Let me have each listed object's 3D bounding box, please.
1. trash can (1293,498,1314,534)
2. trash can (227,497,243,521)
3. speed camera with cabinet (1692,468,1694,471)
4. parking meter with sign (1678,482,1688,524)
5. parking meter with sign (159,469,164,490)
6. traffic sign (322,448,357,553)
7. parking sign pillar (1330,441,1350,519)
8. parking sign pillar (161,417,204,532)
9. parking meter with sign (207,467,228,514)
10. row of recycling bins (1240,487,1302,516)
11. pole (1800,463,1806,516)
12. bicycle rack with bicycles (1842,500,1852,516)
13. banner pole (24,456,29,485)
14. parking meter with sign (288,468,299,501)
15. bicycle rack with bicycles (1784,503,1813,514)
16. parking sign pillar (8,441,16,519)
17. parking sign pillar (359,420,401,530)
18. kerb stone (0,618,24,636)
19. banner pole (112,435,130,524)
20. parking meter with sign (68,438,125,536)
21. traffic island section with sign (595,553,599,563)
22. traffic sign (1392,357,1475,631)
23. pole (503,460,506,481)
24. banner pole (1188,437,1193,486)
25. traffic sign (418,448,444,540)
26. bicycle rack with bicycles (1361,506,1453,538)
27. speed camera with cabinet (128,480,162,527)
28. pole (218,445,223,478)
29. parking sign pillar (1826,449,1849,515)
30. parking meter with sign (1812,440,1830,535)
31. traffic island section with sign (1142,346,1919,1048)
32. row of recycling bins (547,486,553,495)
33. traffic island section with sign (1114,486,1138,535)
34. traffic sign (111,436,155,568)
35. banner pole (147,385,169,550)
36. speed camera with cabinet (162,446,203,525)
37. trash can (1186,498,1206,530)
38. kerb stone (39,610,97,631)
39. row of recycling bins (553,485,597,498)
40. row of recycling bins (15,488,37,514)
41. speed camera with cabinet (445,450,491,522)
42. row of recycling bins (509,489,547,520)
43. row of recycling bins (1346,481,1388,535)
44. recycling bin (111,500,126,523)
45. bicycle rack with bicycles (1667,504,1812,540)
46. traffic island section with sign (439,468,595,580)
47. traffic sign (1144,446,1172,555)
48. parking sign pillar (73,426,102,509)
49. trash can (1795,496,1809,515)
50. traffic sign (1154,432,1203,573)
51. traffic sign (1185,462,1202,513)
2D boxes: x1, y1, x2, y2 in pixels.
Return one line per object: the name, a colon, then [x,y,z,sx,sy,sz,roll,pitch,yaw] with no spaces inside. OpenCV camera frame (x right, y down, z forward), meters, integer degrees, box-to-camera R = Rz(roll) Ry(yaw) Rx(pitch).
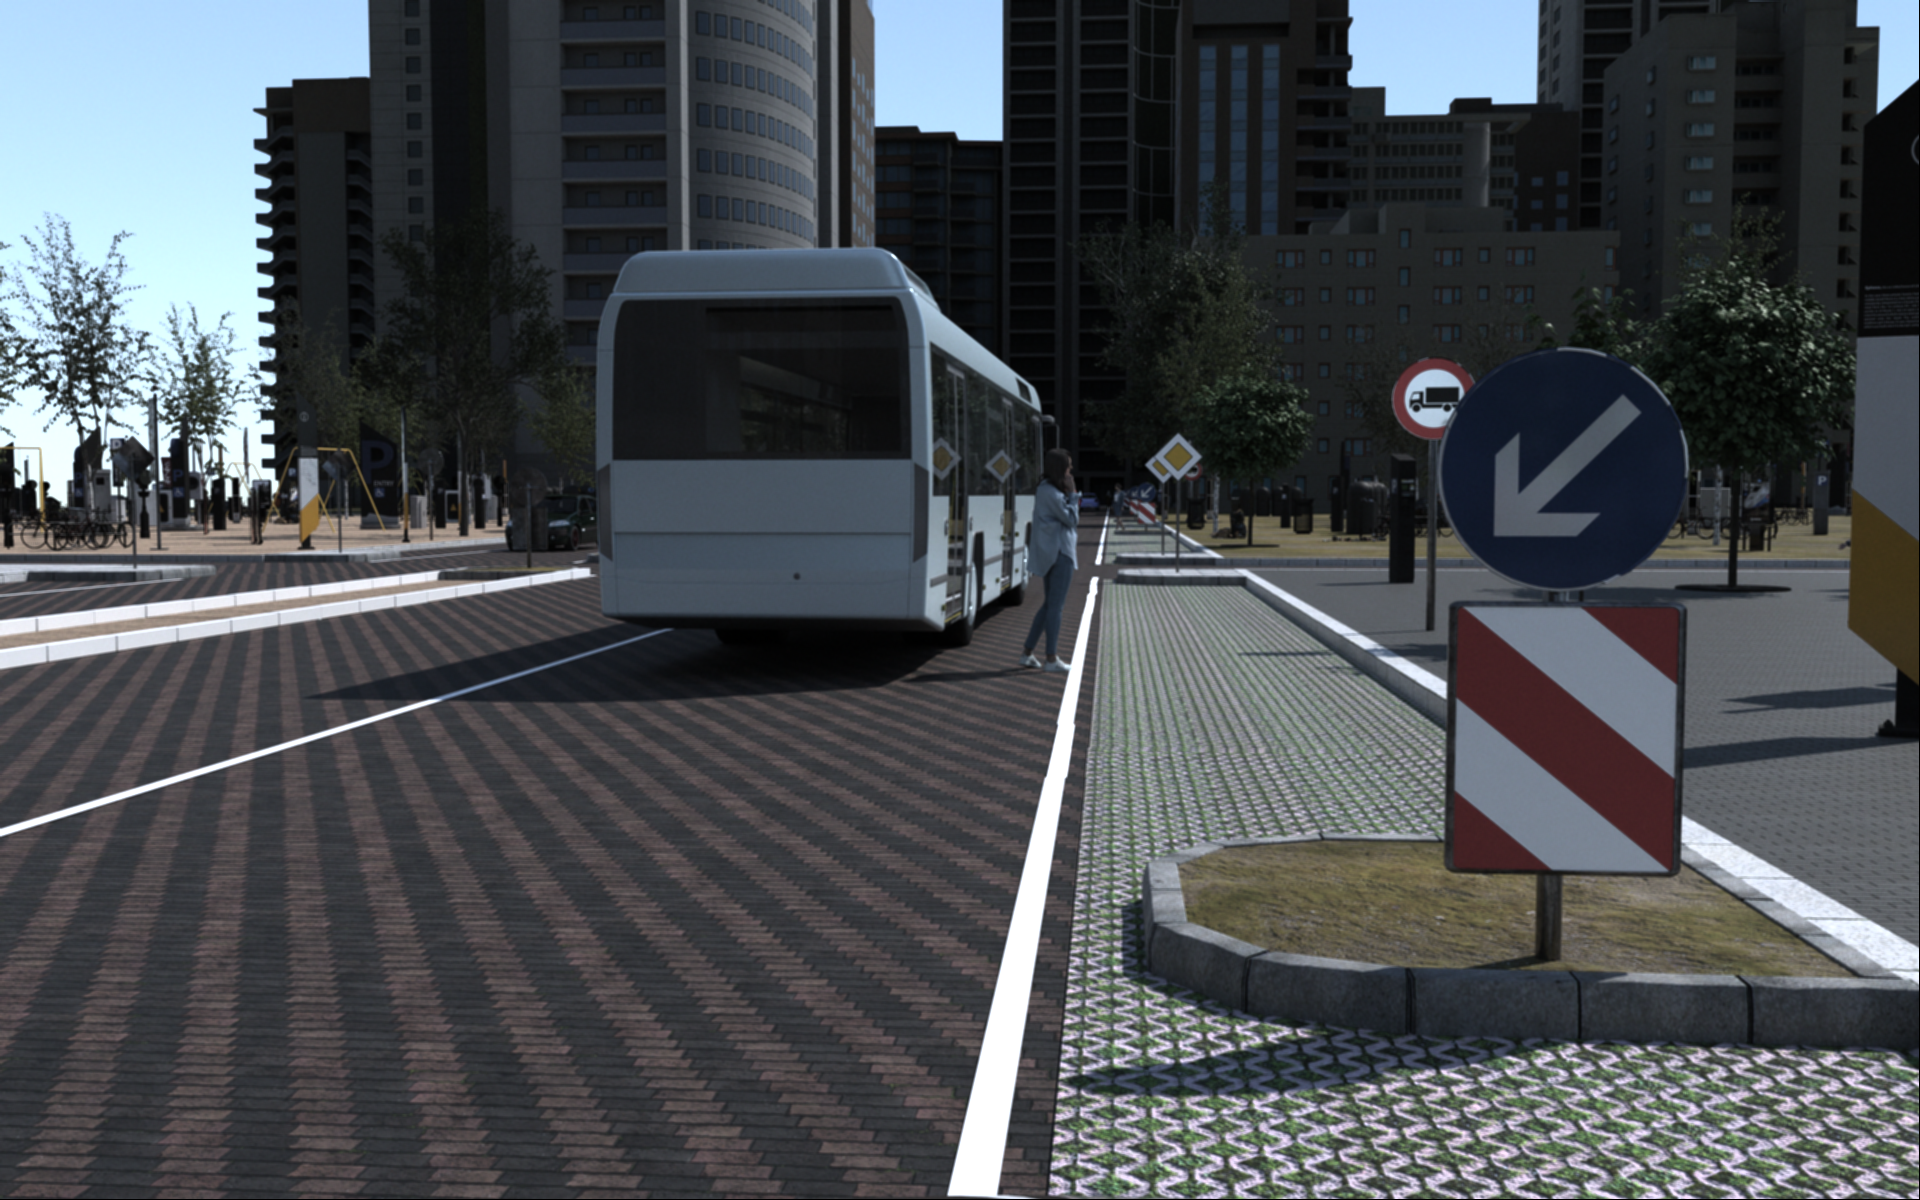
trash can: [11.069,-2.702,55.833,0.748,1.137,0.748,0,3,0]
trash can: [-34.627,-4.348,82.737,0.748,1.137,0.748,0,3,0]
speed camera with cabinet: [42.447,-6.542,101.305,0.660,3.252,2.038,0,4,8]
parking meter with sign: [31.781,-4.846,75.491,1.738,3.016,0.543,-1,4,-12]
parking meter with sign: [-45.277,-6.240,98.291,0.543,3.016,1.738,0,4,-3]
traffic sign: [-13.529,-2.087,37.763,0.795,2.450,0.064,0,4,5]
parking sign pillar: [19.802,-6.162,89.220,1.447,3.967,1.447,1,4,10]
parking sign pillar: [-26.950,-4.368,59.882,1.447,3.967,1.447,-1,4,-17]
parking meter with sign: [-47.668,-7.042,111.399,1.738,3.016,0.543,2,4,34]
row of recycling bins: [17.997,-5.688,100.119,3.534,1.692,1.069,0,4,5]
pole: [45.416,-6.082,93.288,0.158,3.312,0.155,0,3,0]
bicycle rack with bicycles: [52.085,-5.279,99.698,2.852,0.926,2.925,3,5,42]
banner pole: [-60.475,-7.478,112.284,0.401,3.779,0.863,-1,4,-9]
parking meter with sign: [-44.378,-7.296,115.545,0.543,3.016,1.738,-2,4,-31]
bicycle rack with bicycles: [33.995,-3.586,72.015,2.925,0.926,2.852,1,4,22]
parking sign pillar: [-48.907,-6.101,88.225,1.447,3.967,1.447,-3,4,-38]
parking sign pillar: [-21.168,-4.566,63.121,1.447,3.967,1.447,-1,4,-16]
kerb stone: [-9.670,0.291,17.437,0.120,0.150,1.000,0,4,5]
banner pole: [-35.535,-5.103,73.456,0.401,3.779,0.863,3,5,41]
parking meter with sign: [-26.542,-3.485,53.236,0.543,3.016,1.738,1,4,23]
traffic island section with sign: [-6.895,-1.759,36.902,2.006,1.907,1.989,0,4,5]
traffic sign: [4.423,-0.985,16.207,0.768,2.556,0.104,1,4,12]
pole: [-27.168,-6.699,103.371,0.158,3.312,0.155,0,3,0]
banner pole: [9.116,-4.797,68.447,0.401,3.779,0.863,1,4,21]
traffic sign: [-14.672,-2.929,47.999,0.768,2.556,0.104,1,4,9]
bicycle rack with bicycles: [13.370,-2.352,51.834,2.925,0.926,2.852,0,4,-4]
speed camera with cabinet: [-32.413,-4.546,68.665,0.660,3.252,2.038,-3,4,-39]
pole: [-30.966,-4.817,72.594,0.158,3.312,0.155,0,3,0]
parking sign pillar: [52.991,-7.103,104.602,1.447,3.967,1.447,-1,4,-21]
parking meter with sign: [27.241,-3.582,54.827,0.543,3.016,1.738,1,4,23]
traffic island section with sign: [1.587,0.193,5.467,1.989,1.847,2.006,0,4,5]
row of recycling bins: [-21.671,-5.254,93.017,1.069,1.692,3.534,1,4,10]
traffic island section with sign: [6.436,-3.198,60.918,1.989,1.847,2.006,0,4,5]
traffic sign: [-14.225,-1.600,29.808,0.795,2.450,0.064,0,4,5]
banner pole: [-18.600,-3.056,39.986,0.401,3.779,0.863,-3,5,-39]
speed camera with cabinet: [-32.262,-4.703,71.232,2.038,3.252,0.660,-1,4,-11]
trash can: [8.550,-3.127,62.773,0.748,1.137,0.748,0,3,0]
kerb stone: [-9.579,0.231,18.464,0.120,0.150,1.000,0,4,5]
row of recycling bins: [-16.729,-4.402,79.082,1.069,1.692,3.534,3,4,36]
row of recycling bins: [-59.645,-6.216,108.749,1.069,1.692,3.534,2,4,24]
speed camera with cabinet: [-22.242,-5.129,78.187,2.038,3.252,0.660,1,4,13]
row of recycling bins: [-14.968,-3.214,59.660,1.069,1.692,3.534,-1,4,-17]
row of recycling bins: [13.235,-2.995,56.080,1.069,1.692,3.534,1,4,23]
recycling bin: [-38.015,-3.992,77.830,0.722,1.027,0.722,0,4,6]
bicycle rack with bicycles: [22.087,-2.215,49.593,2.852,0.926,2.925,-2,4,-32]
traffic island section with sign: [-7.550,-1.308,29.523,2.006,1.907,1.989,0,4,5]
traffic sign: [4.246,-1.991,36.194,0.795,2.450,0.064,0,4,5]
parking sign pillar: [-34.358,-4.879,68.241,1.447,3.967,1.447,0,4,5]
trash can: [51.320,-5.745,105.581,0.748,1.137,0.748,0,3,0]
traffic sign: [3.550,-1.504,28.239,0.795,2.450,0.064,0,4,5]
traffic sign: [8.648,-3.949,64.679,0.768,2.556,0.104,1,4,12]
